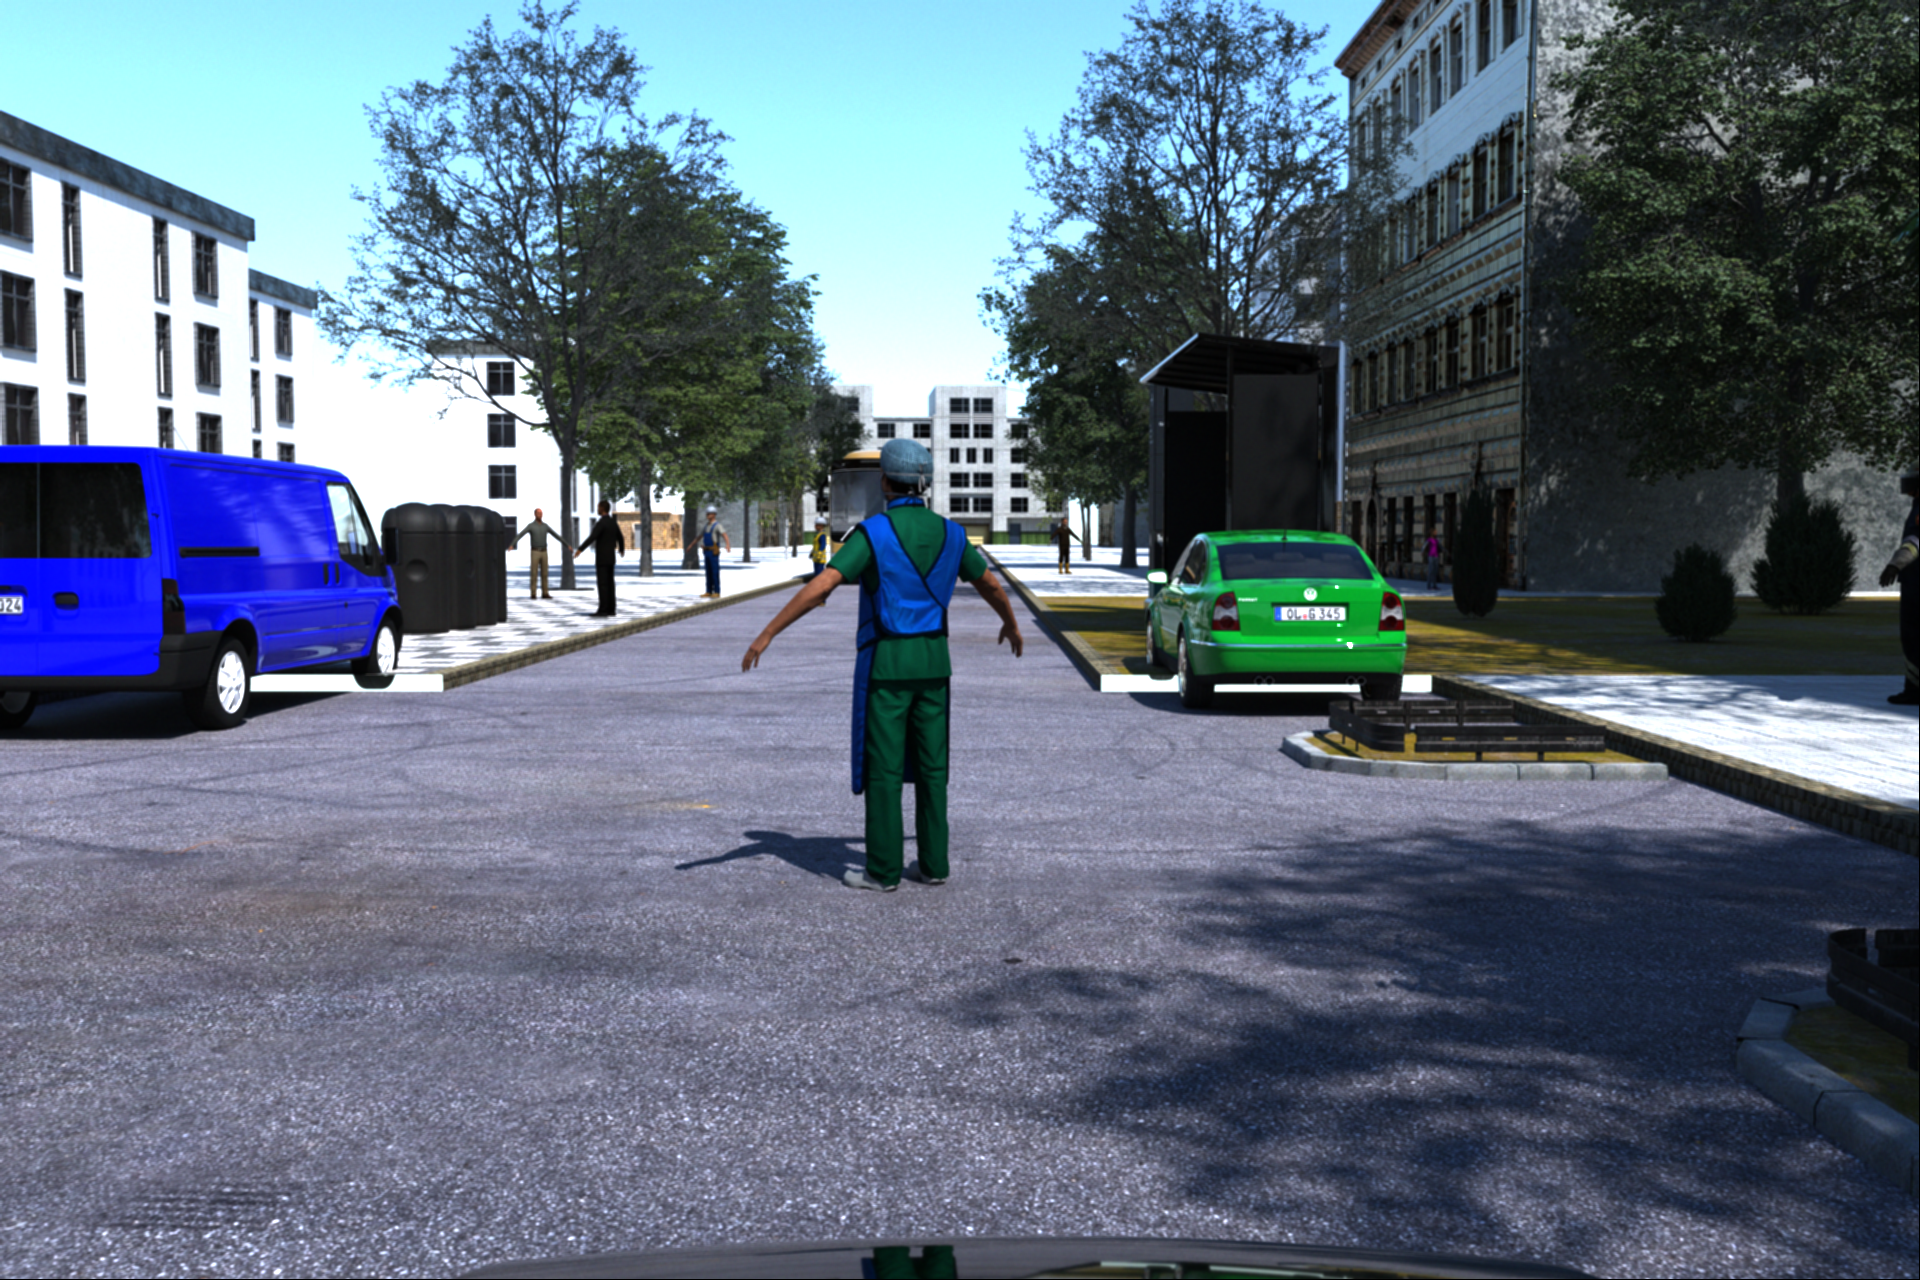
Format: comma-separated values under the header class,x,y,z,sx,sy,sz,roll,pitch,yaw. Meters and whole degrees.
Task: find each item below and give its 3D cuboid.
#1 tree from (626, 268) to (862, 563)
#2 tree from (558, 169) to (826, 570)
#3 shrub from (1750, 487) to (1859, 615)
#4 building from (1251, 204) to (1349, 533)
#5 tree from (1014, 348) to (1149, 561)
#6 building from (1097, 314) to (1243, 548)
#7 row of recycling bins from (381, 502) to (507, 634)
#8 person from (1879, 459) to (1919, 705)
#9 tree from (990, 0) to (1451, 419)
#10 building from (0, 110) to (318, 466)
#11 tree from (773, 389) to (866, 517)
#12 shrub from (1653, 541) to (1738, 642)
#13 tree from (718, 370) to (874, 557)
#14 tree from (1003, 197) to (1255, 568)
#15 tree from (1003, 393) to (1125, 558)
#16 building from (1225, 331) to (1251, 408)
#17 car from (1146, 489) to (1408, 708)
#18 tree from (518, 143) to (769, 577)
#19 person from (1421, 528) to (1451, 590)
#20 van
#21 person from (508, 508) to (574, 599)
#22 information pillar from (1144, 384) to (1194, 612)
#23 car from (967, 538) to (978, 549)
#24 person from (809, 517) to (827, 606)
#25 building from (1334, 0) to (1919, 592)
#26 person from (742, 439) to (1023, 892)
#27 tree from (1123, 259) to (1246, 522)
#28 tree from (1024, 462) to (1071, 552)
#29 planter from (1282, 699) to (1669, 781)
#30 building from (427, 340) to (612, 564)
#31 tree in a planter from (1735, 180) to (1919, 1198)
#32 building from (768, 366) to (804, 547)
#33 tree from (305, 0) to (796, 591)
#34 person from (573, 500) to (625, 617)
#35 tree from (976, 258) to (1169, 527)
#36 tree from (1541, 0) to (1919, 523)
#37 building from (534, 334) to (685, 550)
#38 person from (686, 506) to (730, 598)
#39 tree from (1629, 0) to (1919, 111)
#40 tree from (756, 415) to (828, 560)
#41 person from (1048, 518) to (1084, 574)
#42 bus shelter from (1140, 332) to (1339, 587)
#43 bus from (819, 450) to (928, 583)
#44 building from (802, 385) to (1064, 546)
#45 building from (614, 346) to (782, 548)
class,x,y,z,sx,sy,sz,roll,pitch,yaw
tree,-9.433,-10.172,76.690,12.009,13.543,11.850,0,3,0
tree,-9.561,-9.487,61.765,9.857,13.997,8.962,0,3,0
shrub,13.425,-1.415,27.557,1.690,2.028,1.600,0,3,0
building,22.078,-14.906,100.128,16.016,20.090,11.380,0,3,0
tree,6.341,-9.041,82.225,8.767,10.594,7.601,3,4,38
building,23.875,-20.952,173.490,19.493,23.208,18.063,0,3,0
row of recycling bins,-7.012,-1.023,23.841,1.069,1.692,3.534,0,4,1
person,7.233,-0.442,13.096,0.704,1.845,1.351,3,5,40
tree,5.722,-7.757,37.195,12.009,13.543,11.850,0,3,0
building,-23.296,-6.371,46.313,9.099,9.664,28.070,0,4,1
tree,-8.657,-10.773,110.547,7.601,10.594,8.767,-1,4,-11
shrub,8.768,-0.582,20.633,1.383,1.207,1.383,0,3,0
tree,-9.092,-9.804,94.711,8.767,10.594,7.601,-1,4,-9
tree,6.412,-9.692,65.124,9.857,13.997,8.962,0,3,0
tree,6.696,-9.679,92.671,8.767,10.594,7.601,0,4,-5
building,25.244,-18.374,156.829,16.016,20.090,11.380,0,4,1
car,2.721,-0.418,15.624,1.959,1.807,4.718,0,4,0
tree,-9.746,-8.146,51.321,7.486,12.596,7.792,0,3,0
person,10.919,-1.867,39.791,0.991,1.433,0.599,-2,4,-35
van,-6.260,-0.609,14.348,2.240,2.365,5.245,0,4,0
person,-8.277,-1.702,34.097,1.348,1.796,0.705,-2,4,-35
information pillar,3.437,-2.378,28.251,0.750,3.857,0.750,0,4,-2
car,-0.257,-3.398,68.140,1.945,1.354,3.894,0,3,0
person,-2.870,-1.563,34.476,0.721,1.772,1.216,-1,4,-12
building,21.694,-13.194,46.658,19.493,23.208,18.063,0,3,0
person,-0.245,0.094,7.050,1.347,1.817,0.704,-2,4,-35
tree,6.082,-5.910,46.986,4.360,8.622,3.978,0,3,0
tree,6.766,-10.411,120.577,4.737,8.622,4.395,0,3,0
planter,3.121,0.617,11.051,1.991,0.319,1.994,0,4,0
building,-22.335,-8.982,89.002,9.099,9.664,28.070,0,4,0
tree in a planter,3.057,-0.422,4.127,1.991,3.239,1.994,0,4,0
building,-26.582,-21.510,182.616,19.493,23.208,18.063,0,4,0
tree,-8.977,-7.882,39.246,12.009,13.543,11.850,0,3,0
person,-5.541,-1.266,26.922,0.704,1.802,1.346,1,4,21
tree,7.100,-15.392,107.550,12.611,20.169,13.585,0,3,0
tree,15.942,-7.732,33.081,9.857,13.997,8.962,0,3,0
building,-28.500,-17.391,140.767,16.016,20.090,11.380,0,4,1
person,-5.032,-1.781,34.976,1.347,1.847,0.705,3,5,43
tree,9.239,-6.223,12.110,12.009,13.543,11.850,0,3,0
tree,-8.727,-8.367,87.167,4.737,8.622,4.395,0,3,0
person,3.370,-3.029,55.669,1.346,1.812,0.704,-2,4,-29
bus shelter,3.611,-1.959,23.316,1.731,3.624,6.357,0,4,0
bus,-2.422,-3.825,54.084,2.896,3.916,12.252,0,4,0
building,-3.451,-21.000,212.263,31.486,18.905,16.747,0,4,-4
building,-27.266,-20.361,163.837,19.493,23.208,18.063,0,3,0
